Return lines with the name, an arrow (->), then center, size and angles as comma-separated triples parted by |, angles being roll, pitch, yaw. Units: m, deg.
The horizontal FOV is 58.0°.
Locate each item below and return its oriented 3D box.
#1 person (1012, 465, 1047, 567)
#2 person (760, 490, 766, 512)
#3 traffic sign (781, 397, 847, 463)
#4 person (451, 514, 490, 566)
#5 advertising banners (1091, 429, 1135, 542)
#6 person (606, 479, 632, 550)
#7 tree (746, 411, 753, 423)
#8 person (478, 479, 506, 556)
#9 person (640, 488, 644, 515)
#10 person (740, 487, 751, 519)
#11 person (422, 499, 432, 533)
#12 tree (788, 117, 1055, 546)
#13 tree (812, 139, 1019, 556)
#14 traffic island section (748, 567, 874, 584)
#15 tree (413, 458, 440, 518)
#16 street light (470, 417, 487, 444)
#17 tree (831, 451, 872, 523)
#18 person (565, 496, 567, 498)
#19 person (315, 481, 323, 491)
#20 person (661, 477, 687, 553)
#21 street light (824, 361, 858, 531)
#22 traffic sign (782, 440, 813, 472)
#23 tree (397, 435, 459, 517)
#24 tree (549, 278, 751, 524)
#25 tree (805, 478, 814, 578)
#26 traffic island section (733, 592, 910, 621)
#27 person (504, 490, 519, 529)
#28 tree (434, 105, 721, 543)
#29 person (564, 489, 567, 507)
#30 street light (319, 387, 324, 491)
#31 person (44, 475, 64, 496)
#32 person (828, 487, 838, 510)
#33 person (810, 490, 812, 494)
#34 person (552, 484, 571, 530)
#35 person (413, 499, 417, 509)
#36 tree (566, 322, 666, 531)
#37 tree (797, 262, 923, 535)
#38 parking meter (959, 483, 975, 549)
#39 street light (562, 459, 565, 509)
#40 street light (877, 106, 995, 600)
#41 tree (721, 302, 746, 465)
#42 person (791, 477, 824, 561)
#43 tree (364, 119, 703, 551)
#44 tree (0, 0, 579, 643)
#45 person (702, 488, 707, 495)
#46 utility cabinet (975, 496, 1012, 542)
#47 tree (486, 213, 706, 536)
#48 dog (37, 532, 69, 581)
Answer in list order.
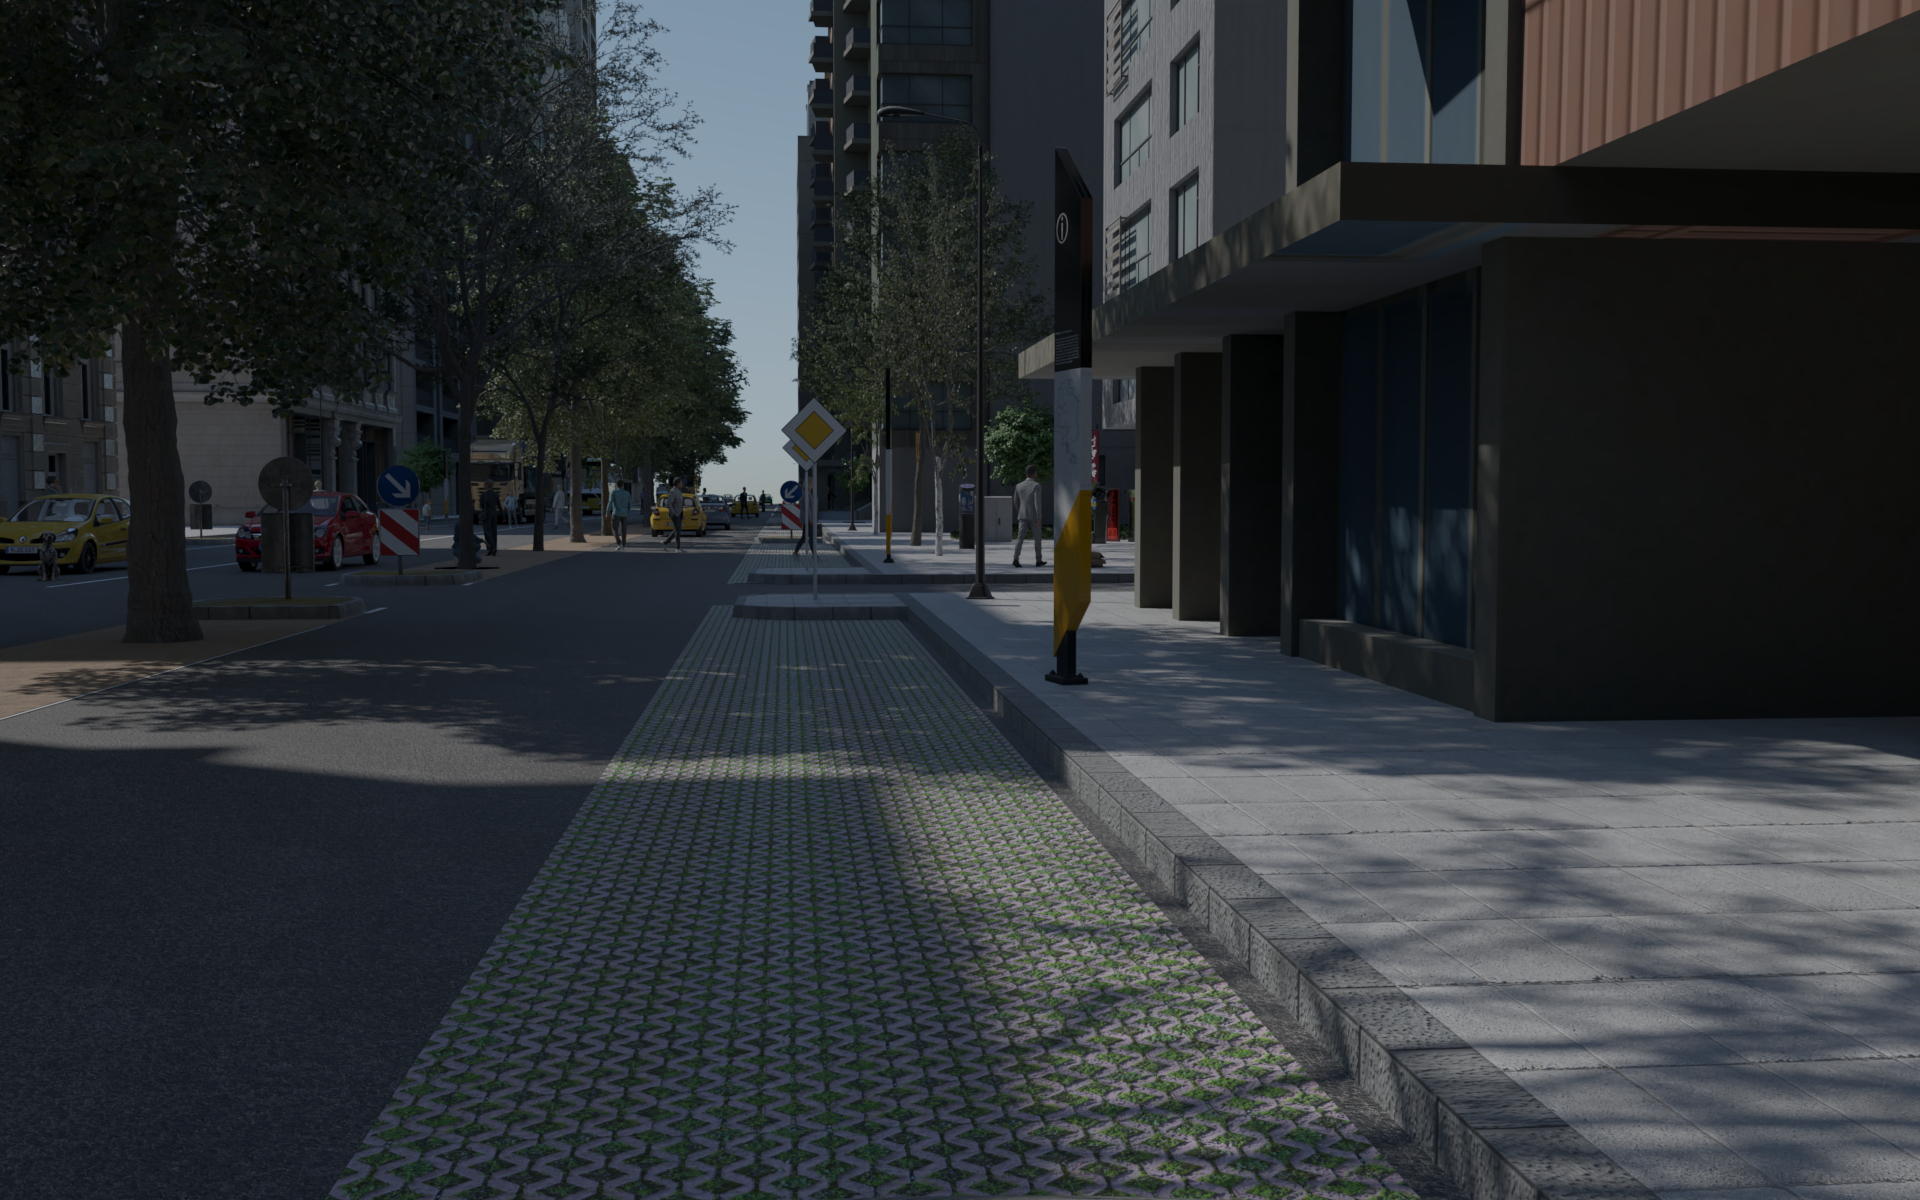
person -> 1.204, -1.471, 30.367 | 0.678, 1.792, 0.850 | 2, 4, 35
person -> -15.656, -7.850, 137.400 | 0.434, 1.755, 0.990 | -2, 4, -26
traffic sign -> -1.732, -1.143, 20.884 | 0.795, 2.593, 0.064 | 0, 4, -6
person -> -9.710, -1.244, 34.339 | 0.738, 1.151, 1.012 | -1, 4, -16
advertising banners -> 4.138, -3.083, 46.592 | 2.074, 3.025, 0.090 | 3, 5, 43
person -> -8.736, -2.200, 44.491 | 0.660, 1.820, 0.620 | -3, 4, -38
tree -> -14.812, -10.420, 90.956 | 7.486, 12.596, 7.792 | 0, 3, 0
person -> -10.802, -1.900, 39.980 | 0.534, 1.772, 0.576 | 1, 4, 19
person -> -22.056, -6.898, 121.147 | 0.599, 1.838, 0.709 | 1, 4, 10
person -> -12.384, -5.601, 99.858 | 0.659, 1.850, 0.755 | -3, 5, -44
person -> -19.593, -3.090, 63.698 | 0.352, 1.250, 0.332 | -2, 4, -28
tree -> -0.754, -6.613, 42.533 | 7.601, 10.594, 8.767 | 0, 4, -1
tree -> -0.601, -5.211, 35.555 | 4.360, 8.622, 3.978 | 0, 3, 0
traffic island section -> -2.512, -0.406, 28.914 | 2.009, 0.180, 2.903 | 0, 4, -6
tree -> -29.054, -6.054, 93.581 | 1.663, 3.219, 1.824 | 0, 3, 0
street light -> -28.681, -8.010, 103.510 | 1.470, 5.913, 1.316 | 0, 4, -6
tree -> -4.662, -5.037, 76.950 | 1.663, 3.219, 1.824 | 0, 3, 0
person -> -39.381, -10.110, 174.598 | 1.065, 1.426, 0.557 | 0, 4, 4
person -> -19.758, -2.760, 53.506 | 0.818, 1.842, 0.514 | 1, 4, 20
person -> -7.034, -2.088, 42.478 | 0.795, 1.843, 0.661 | 1, 4, 16
street light -> -4.298, -5.369, 60.324 | 1.470, 5.913, 1.316 | 0, 4, -6
traffic sign -> -2.535, -1.629, 28.829 | 0.795, 2.593, 0.064 | 0, 4, -6
tree -> -29.747, -6.913, 96.742 | 4.285, 4.588, 4.351 | 0, 3, 0
tree -> -14.769, -9.958, 82.280 | 9.611, 12.733, 9.660 | 0, 3, 0
tree -> -6.475, -5.660, 5.376 | 12.009, 13.543, 11.850 | 0, 3, 0
traffic island section -> -1.710, 0.080, 20.969 | 2.009, 0.180, 2.903 | 0, 4, -6
person -> -18.644, -3.773, 71.998 | 0.589, 1.601, 0.330 | -1, 4, -19
tree -> -11.099, -7.920, 50.074 | 7.486, 12.596, 7.792 | 0, 3, 0
person -> -40.209, -10.396, 176.156 | 0.705, 1.807, 1.348 | -2, 4, -27
street light -> -25.371, -5.982, 70.339 | 1.470, 5.913, 1.316 | 0, 4, -6
person -> -18.121, -1.599, 34.821 | 0.473, 1.802, 0.592 | 1, 4, 11
person -> -8.146, -6.142, 107.294 | 1.217, 1.723, 0.721 | -2, 4, -30
person -> -15.112, -10.356, 176.143 | 0.721, 1.735, 1.217 | 0, 4, 3
person -> -16.131, -3.772, 70.048 | 0.818, 1.842, 0.514 | 0, 4, -6
person -> -27.243, -4.875, 85.926 | 0.709, 1.800, 0.728 | -2, 4, -24
tree -> -13.023, -6.940, 66.291 | 4.737, 8.622, 4.395 | 0, 3, 0
tree -> -2.882, -6.356, 54.280 | 4.737, 8.622, 4.395 | 0, 3, 0
parking meter -> 0.165, -1.964, 40.518 | 0.372, 1.533, 0.369 | 0, 3, 0
street light -> -33.148, -10.669, 146.979 | 1.470, 5.913, 1.316 | 0, 4, -6
street light -> -0.291, -2.963, 20.985 | 1.470, 5.913, 1.316 | 0, 4, -6
tree -> -13.276, -9.368, 73.758 | 7.486, 12.596, 7.792 | 0, 3, 0
person -> -3.222, -1.714, 36.707 | 0.728, 1.800, 0.709 | 0, 4, 2
tree -> -10.505, -6.462, 42.527 | 8.767, 10.594, 7.601 | 0, 4, -6
tree -> -7.717, -6.556, 16.305 | 9.857, 13.997, 8.962 | 0, 3, 0
person -> -14.467, -5.496, 98.541 | 0.466, 1.800, 0.511 | -2, 4, -33
utility cabinet -> 0.875, -2.154, 46.373 | 1.020, 1.237, 0.306 | 0, 4, 6
tree -> -12.160, -7.989, 58.830 | 9.928, 11.665, 9.643 | 0, 3, 0
dog -> -15.002, -0.726, 28.704 | 0.513, 0.831, 0.800 | 1, 4, 12
